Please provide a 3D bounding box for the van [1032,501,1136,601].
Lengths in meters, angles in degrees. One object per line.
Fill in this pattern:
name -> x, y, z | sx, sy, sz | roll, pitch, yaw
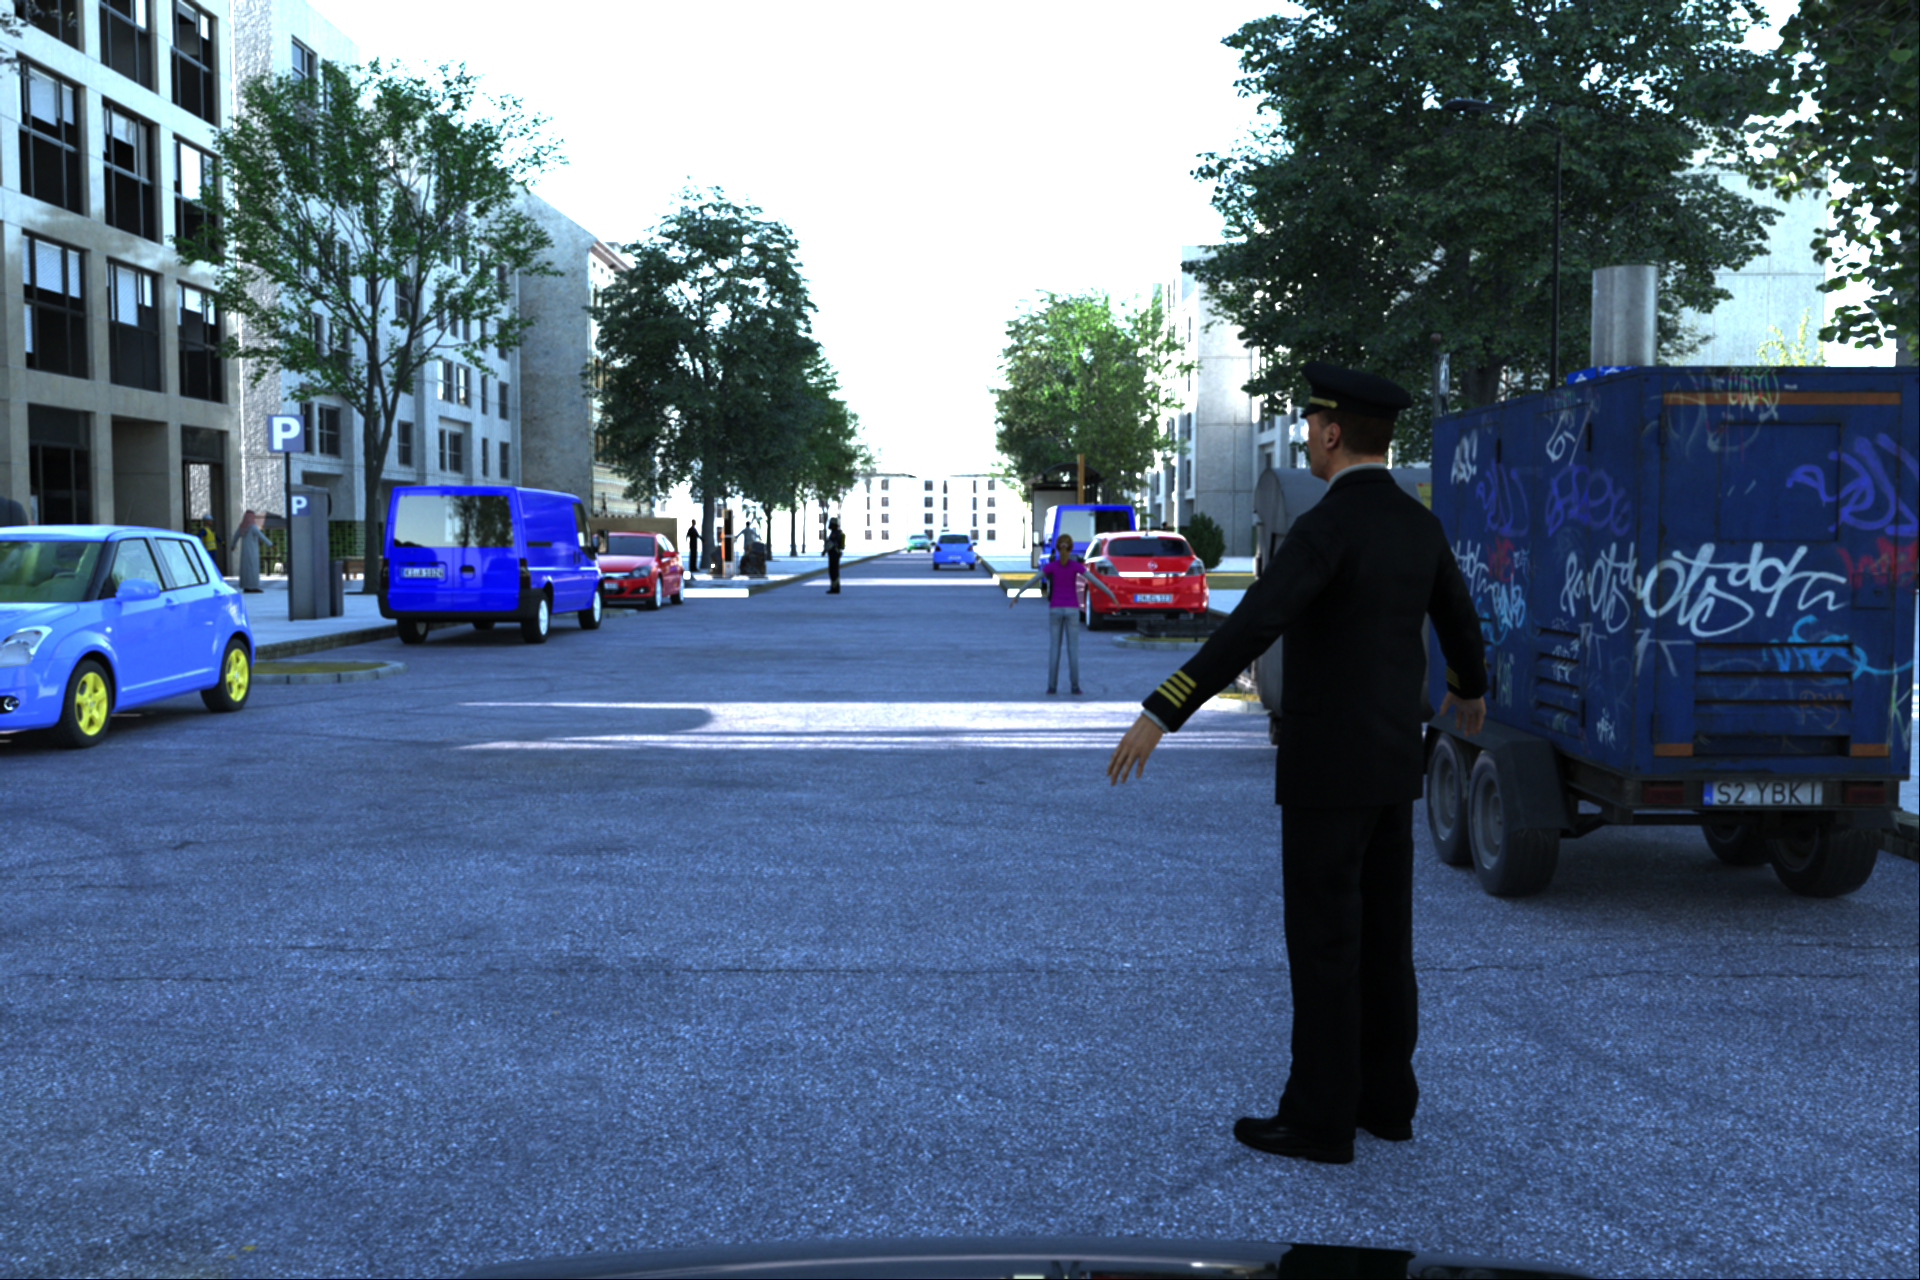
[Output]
van -> 2.792, -2.083, 38.438 | 2.240, 2.365, 5.245 | 0, 4, 0

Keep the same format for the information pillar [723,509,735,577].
information pillar -> -6.843, -2.862, 51.279 | 0.304, 2.012, 0.304 | 0, 3, 0

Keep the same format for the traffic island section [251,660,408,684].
traffic island section -> -6.732, 0.327, 17.518 | 1.991, 0.108, 1.994 | 0, 4, 0

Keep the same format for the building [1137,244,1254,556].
building -> 21.763, -15.167, 114.446 | 16.747, 18.905, 31.486 | 0, 4, 0

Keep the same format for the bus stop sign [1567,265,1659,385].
bus stop sign -> 6.612, -1.731, 17.326 | 0.837, 3.901, 0.837 | 0, 4, 0

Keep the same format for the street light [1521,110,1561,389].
street light -> 6.938, -2.821, 18.660 | 1.470, 5.913, 1.316 | 0, 4, 0

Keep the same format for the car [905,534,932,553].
car -> -3.209, -7.556, 135.331 | 2.131, 1.459, 4.920 | 0, 4, 0

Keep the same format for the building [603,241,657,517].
building -> -27.059, -15.696, 113.043 | 16.016, 20.090, 11.380 | 0, 3, 0

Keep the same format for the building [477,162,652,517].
building -> -28.256, -16.300, 97.432 | 19.493, 23.208, 18.063 | 0, 4, -1

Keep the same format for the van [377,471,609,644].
van -> -6.371, -1.218, 24.301 | 2.240, 2.365, 5.245 | 0, 4, 0

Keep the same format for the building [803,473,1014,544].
building -> -6.830, -17.829, 236.115 | 28.070, 9.664, 9.099 | 0, 4, 7

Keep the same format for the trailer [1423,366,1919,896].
trailer -> 2.802, -0.050, 7.863 | 1.471, 1.999, 3.904 | 0, 4, 0

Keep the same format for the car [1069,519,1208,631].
car -> 2.750, -1.111, 27.202 | 2.155, 1.783, 4.494 | 0, 4, -1

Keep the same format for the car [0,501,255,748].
car -> -6.654, -0.190, 12.691 | 1.945, 1.707, 3.694 | 0, 4, 0

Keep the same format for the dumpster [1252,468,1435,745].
dumpster -> 2.864, -0.186, 11.262 | 1.865, 1.857, 1.264 | 0, 4, -1

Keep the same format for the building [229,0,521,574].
building -> -30.134, -12.476, 70.433 | 16.747, 18.905, 31.486 | 0, 4, -1

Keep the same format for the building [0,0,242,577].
building -> -29.504, -13.903, 30.520 | 19.350, 26.588, 34.151 | 0, 4, 0

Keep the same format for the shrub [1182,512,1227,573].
shrub -> 8.013, -3.284, 57.739 | 1.661, 2.075, 1.752 | 0, 3, 0

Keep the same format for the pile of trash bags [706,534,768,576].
pile of trash bags -> -6.998, -2.701, 53.912 | 1.912, 1.369, 3.447 | 0, 4, 0

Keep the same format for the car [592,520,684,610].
car -> -6.554, -1.522, 33.924 | 2.155, 1.783, 4.494 | 0, 3, 0

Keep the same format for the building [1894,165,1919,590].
building -> 25.129, -11.044, 28.793 | 9.793, 21.092, 18.267 | 0, 4, 0

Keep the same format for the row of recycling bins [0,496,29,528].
row of recycling bins -> -9.593, -0.526, 15.721 | 1.069, 1.692, 3.534 | 0, 4, 1

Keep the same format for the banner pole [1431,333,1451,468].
banner pole -> 5.921, -1.921, 21.426 | 0.401, 3.779, 0.863 | 0, 4, 0

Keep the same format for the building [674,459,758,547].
building -> -25.644, -14.682, 182.204 | 9.099, 9.664, 28.070 | 0, 4, -1

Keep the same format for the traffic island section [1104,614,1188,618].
traffic island section -> 2.964, -0.473, 30.596 | 1.991, 0.108, 1.994 | 0, 4, 0

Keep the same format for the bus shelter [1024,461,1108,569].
bus shelter -> 3.046, -3.496, 51.086 | 2.014, 3.302, 5.546 | 0, 4, -1

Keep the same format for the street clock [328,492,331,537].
street clock -> -10.545, -1.467, 28.558 | 0.358, 2.002, 0.471 | 0, 4, 1

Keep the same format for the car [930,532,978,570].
car -> -0.239, -3.700, 70.092 | 1.945, 1.707, 3.694 | 0, 4, 0

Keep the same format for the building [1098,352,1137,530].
building -> 22.483, -18.404, 167.365 | 16.747, 18.905, 31.486 | 0, 4, -1

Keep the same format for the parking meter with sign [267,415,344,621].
parking meter with sign -> -9.845, -1.831, 26.204 | 0.543, 3.016, 1.738 | 0, 4, -1

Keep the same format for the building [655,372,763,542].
building -> -29.624, -21.245, 203.781 | 16.016, 20.090, 11.380 | 0, 4, -1

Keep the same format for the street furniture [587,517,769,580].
street furniture -> -10.717, -2.317, 44.743 | 11.010, 1.723, 9.812 | -1, 4, -10

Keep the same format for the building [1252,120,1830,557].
building -> 25.080, -13.228, 82.728 | 16.747, 18.905, 31.486 | 0, 4, 0

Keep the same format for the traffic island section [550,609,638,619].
traffic island section -> -6.730, -0.456, 30.327 | 1.991, 0.108, 1.994 | 0, 4, 1

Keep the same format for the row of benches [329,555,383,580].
row of benches -> -17.014, -2.113, 50.007 | 1.422, 0.672, 4.104 | 1, 4, 9
